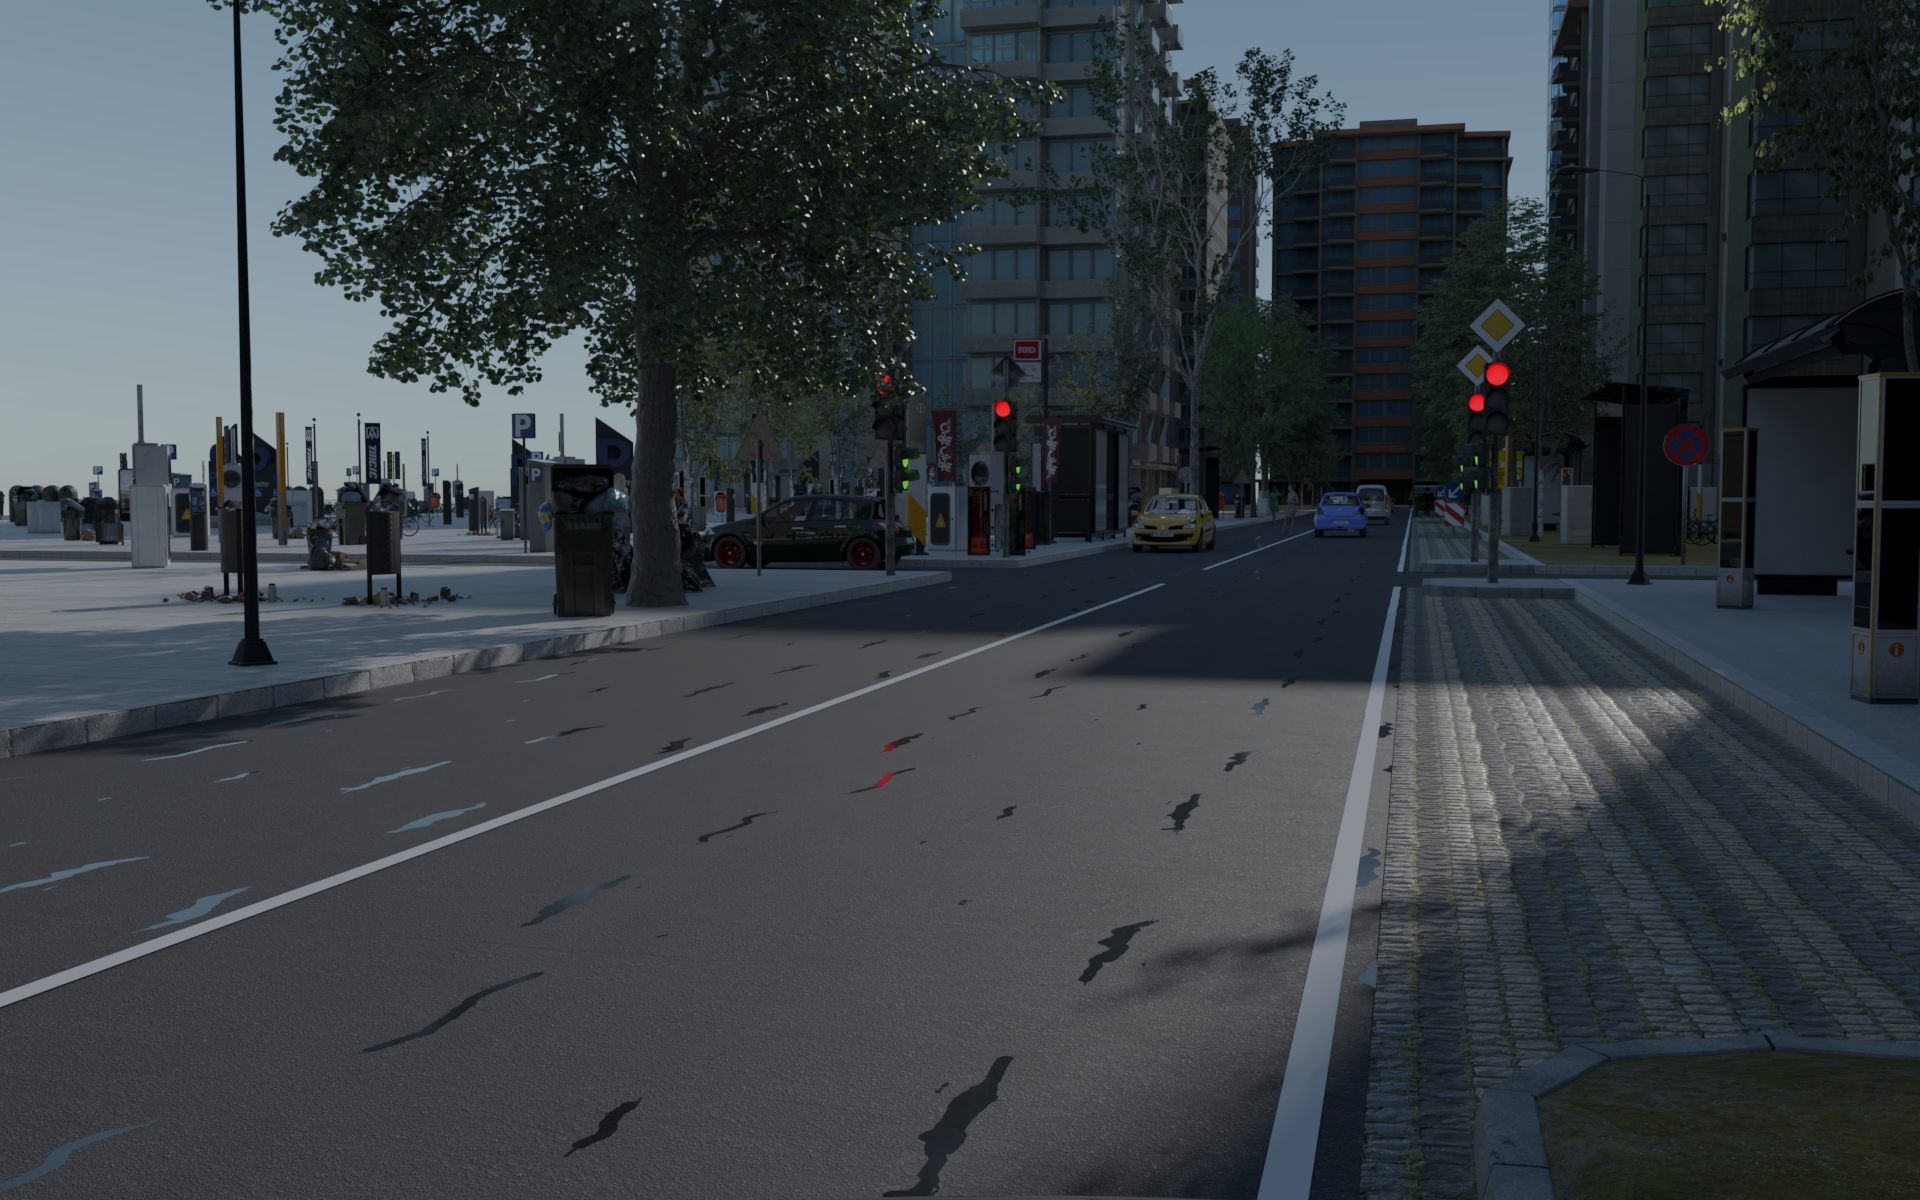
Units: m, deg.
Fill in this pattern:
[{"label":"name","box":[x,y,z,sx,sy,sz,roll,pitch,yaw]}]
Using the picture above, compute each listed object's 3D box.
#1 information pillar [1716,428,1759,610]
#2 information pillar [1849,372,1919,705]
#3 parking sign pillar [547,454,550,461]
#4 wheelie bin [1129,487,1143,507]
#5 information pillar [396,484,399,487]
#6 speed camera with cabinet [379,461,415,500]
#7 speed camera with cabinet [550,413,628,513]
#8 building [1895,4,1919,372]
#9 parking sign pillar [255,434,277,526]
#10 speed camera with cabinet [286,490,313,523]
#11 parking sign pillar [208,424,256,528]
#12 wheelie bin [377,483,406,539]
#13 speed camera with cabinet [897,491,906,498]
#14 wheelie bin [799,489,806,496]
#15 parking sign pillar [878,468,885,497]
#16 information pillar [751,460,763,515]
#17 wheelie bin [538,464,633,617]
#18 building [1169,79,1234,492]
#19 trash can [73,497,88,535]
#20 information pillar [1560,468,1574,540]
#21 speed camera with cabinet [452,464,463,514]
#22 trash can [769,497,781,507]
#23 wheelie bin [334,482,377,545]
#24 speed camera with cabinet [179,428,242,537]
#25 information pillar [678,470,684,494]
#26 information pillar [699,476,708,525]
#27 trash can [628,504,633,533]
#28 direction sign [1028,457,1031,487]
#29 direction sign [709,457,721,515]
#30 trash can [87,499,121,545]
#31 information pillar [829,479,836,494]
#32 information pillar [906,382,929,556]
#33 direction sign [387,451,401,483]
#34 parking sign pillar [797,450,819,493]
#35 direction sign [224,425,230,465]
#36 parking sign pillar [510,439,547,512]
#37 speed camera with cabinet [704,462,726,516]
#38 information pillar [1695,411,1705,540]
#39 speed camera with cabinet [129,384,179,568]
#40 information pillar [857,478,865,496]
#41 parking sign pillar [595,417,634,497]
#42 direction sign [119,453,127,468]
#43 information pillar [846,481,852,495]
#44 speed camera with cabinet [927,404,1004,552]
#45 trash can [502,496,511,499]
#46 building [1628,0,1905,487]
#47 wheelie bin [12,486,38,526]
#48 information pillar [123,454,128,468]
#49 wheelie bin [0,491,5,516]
[{"label":"information pillar","box":[8.691,-0.910,19.368,0.304,2.012,0.304,-3,5,-43]},{"label":"information pillar","box":[5.708,-0.376,10.637,0.304,2.012,0.304,0,4,4]},{"label":"parking sign pillar","box":[-27.883,-7.804,116.062,1.447,3.967,1.447,0,4,5]},{"label":"wheelie bin","box":[7.280,-3.998,73.282,0.980,1.594,0.693,2,4,24]},{"label":"information pillar","box":[-39.660,-7.189,122.033,0.304,2.012,0.304,-1,4,-9]},{"label":"speed camera with cabinet","box":[-33.512,-6.649,103.053,2.038,3.252,0.660,-1,4,-21]},{"label":"speed camera with cabinet","box":[-9.067,-2.935,42.321,2.038,3.252,0.660,2,4,31]},{"label":"building","box":[38.021,-36.980,42.868,20.611,71.187,20.563,1,4,15]},{"label":"parking sign pillar","box":[-28.656,-5.045,70.956,1.447,3.967,1.447,1,4,11]},{"label":"speed camera with cabinet","box":[-29.585,-5.006,76.181,0.660,3.252,2.038,3,4,38]},{"label":"parking sign pillar","box":[-27.955,-4.727,65.764,1.447,3.967,1.447,1,4,11]},{"label":"wheelie bin","box":[-16.063,-2.506,48.883,0.693,1.594,0.980,1,4,18]},{"label":"speed camera with cabinet","box":[-2.508,-5.508,84.386,0.660,3.252,2.038,1,4,16]},{"label":"wheelie bin","box":[-9.379,-5.723,101.486,0.980,1.594,0.693,-2,4,-31]},{"label":"parking sign pillar","box":[-4.310,-6.759,98.979,1.447,3.967,1.447,1,4,12]},{"label":"information pillar","box":[-8.122,-4.770,69.336,0.504,3.616,0.183,0,4,0]},{"label":"wheelie bin","box":[-3.939,-0.633,18.254,0.980,1.594,0.693,-1,4,-13]},{"label":"building","box":[12.747,-28.793,162.644,23.993,40.220,32.217,1,4,15]},{"label":"trash can","box":[-27.702,-2.643,54.873,0.748,1.137,0.748,0,3,0]},{"label":"information pillar","box":[17.061,-2.704,48.709,0.304,2.012,0.304,2,4,23]},{"label":"speed camera with cabinet","box":[-32.187,-7.284,113.429,2.038,3.252,0.660,-1,4,-16]},{"label":"trash can","box":[-8.933,-4.375,83.184,0.748,1.137,0.748,0,3,0]},{"label":"wheelie bin","box":[-15.371,-2.191,43.732,0.980,1.594,0.693,3,5,44]},{"label":"speed camera with cabinet","box":[-22.526,-3.521,51.908,2.038,3.252,0.660,-1,4,-13]},{"label":"information pillar","box":[-8.319,-2.914,52.137,0.304,2.012,0.304,0,4,-6]},{"label":"information pillar","box":[-10.621,-4.111,71.705,0.304,2.012,0.304,0,4,3]},{"label":"trash can","box":[-10.613,-2.749,56.606,0.748,1.137,0.748,0,3,0]},{"label":"direction sign","box":[4.371,-7.008,106.581,0.379,3.537,0.876,-1,4,-21]},{"label":"direction sign","box":[-15.023,-6.981,106.129,0.379,3.537,0.876,3,5,45]},{"label":"trash can","box":[-21.645,-1.979,44.013,0.748,1.137,0.748,0,3,0]},{"label":"information pillar","box":[-6.105,-4.825,83.386,0.304,2.012,0.304,1,4,16]},{"label":"information pillar","box":[-0.900,-2.739,36.139,0.504,3.616,0.183,-3,5,-41]},{"label":"direction sign","box":[-30.075,-6.118,92.030,0.876,3.537,0.379,2,4,24]},{"label":"parking sign pillar","box":[-9.229,-7.150,105.368,1.447,3.967,1.447,-3,4,-36]},{"label":"direction sign","box":[-24.258,-3.998,57.364,0.379,3.537,0.876,-2,4,-31]},{"label":"parking sign pillar","box":[-21.119,-5.843,84.007,1.447,3.967,1.447,0,4,7]},{"label":"speed camera with cabinet","box":[-14.613,-6.701,103.892,2.038,3.252,0.660,2,4,30]},{"label":"information pillar","box":[20.776,-3.500,48.579,0.183,3.616,0.504,2,4,30]},{"label":"speed camera with cabinet","box":[-14.370,-2.228,30.766,0.660,3.252,2.038,-1,4,-22]},{"label":"information pillar","box":[-4.664,-4.717,81.618,0.304,2.012,0.304,1,4,11]},{"label":"parking sign pillar","box":[-12.031,-4.401,60.429,1.447,3.967,1.447,-1,4,-15]},{"label":"direction sign","box":[-45.794,-6.292,94.870,0.876,3.537,0.379,3,5,42]},{"label":"information pillar","box":[-6.182,-5.616,96.318,0.304,2.012,0.304,0,4,4]},{"label":"speed camera with cabinet","box":[0.146,-2.713,38.695,0.660,3.252,2.038,-3,5,-44]},{"label":"trash can","box":[-29.242,-6.138,112.003,0.748,1.137,0.748,0,3,0]},{"label":"building","box":[43.705,-19.719,94.101,14.160,30.474,14.107,1,4,15]},{"label":"wheelie bin","box":[-37.356,-3.755,69.303,0.693,1.594,0.980,1,4,16]},{"label":"information pillar","box":[-48.559,-6.691,100.754,0.504,3.616,0.183,3,4,37]},{"label":"wheelie bin","box":[-55.620,-5.636,100.048,0.693,1.594,0.980,0,4,-1]}]
